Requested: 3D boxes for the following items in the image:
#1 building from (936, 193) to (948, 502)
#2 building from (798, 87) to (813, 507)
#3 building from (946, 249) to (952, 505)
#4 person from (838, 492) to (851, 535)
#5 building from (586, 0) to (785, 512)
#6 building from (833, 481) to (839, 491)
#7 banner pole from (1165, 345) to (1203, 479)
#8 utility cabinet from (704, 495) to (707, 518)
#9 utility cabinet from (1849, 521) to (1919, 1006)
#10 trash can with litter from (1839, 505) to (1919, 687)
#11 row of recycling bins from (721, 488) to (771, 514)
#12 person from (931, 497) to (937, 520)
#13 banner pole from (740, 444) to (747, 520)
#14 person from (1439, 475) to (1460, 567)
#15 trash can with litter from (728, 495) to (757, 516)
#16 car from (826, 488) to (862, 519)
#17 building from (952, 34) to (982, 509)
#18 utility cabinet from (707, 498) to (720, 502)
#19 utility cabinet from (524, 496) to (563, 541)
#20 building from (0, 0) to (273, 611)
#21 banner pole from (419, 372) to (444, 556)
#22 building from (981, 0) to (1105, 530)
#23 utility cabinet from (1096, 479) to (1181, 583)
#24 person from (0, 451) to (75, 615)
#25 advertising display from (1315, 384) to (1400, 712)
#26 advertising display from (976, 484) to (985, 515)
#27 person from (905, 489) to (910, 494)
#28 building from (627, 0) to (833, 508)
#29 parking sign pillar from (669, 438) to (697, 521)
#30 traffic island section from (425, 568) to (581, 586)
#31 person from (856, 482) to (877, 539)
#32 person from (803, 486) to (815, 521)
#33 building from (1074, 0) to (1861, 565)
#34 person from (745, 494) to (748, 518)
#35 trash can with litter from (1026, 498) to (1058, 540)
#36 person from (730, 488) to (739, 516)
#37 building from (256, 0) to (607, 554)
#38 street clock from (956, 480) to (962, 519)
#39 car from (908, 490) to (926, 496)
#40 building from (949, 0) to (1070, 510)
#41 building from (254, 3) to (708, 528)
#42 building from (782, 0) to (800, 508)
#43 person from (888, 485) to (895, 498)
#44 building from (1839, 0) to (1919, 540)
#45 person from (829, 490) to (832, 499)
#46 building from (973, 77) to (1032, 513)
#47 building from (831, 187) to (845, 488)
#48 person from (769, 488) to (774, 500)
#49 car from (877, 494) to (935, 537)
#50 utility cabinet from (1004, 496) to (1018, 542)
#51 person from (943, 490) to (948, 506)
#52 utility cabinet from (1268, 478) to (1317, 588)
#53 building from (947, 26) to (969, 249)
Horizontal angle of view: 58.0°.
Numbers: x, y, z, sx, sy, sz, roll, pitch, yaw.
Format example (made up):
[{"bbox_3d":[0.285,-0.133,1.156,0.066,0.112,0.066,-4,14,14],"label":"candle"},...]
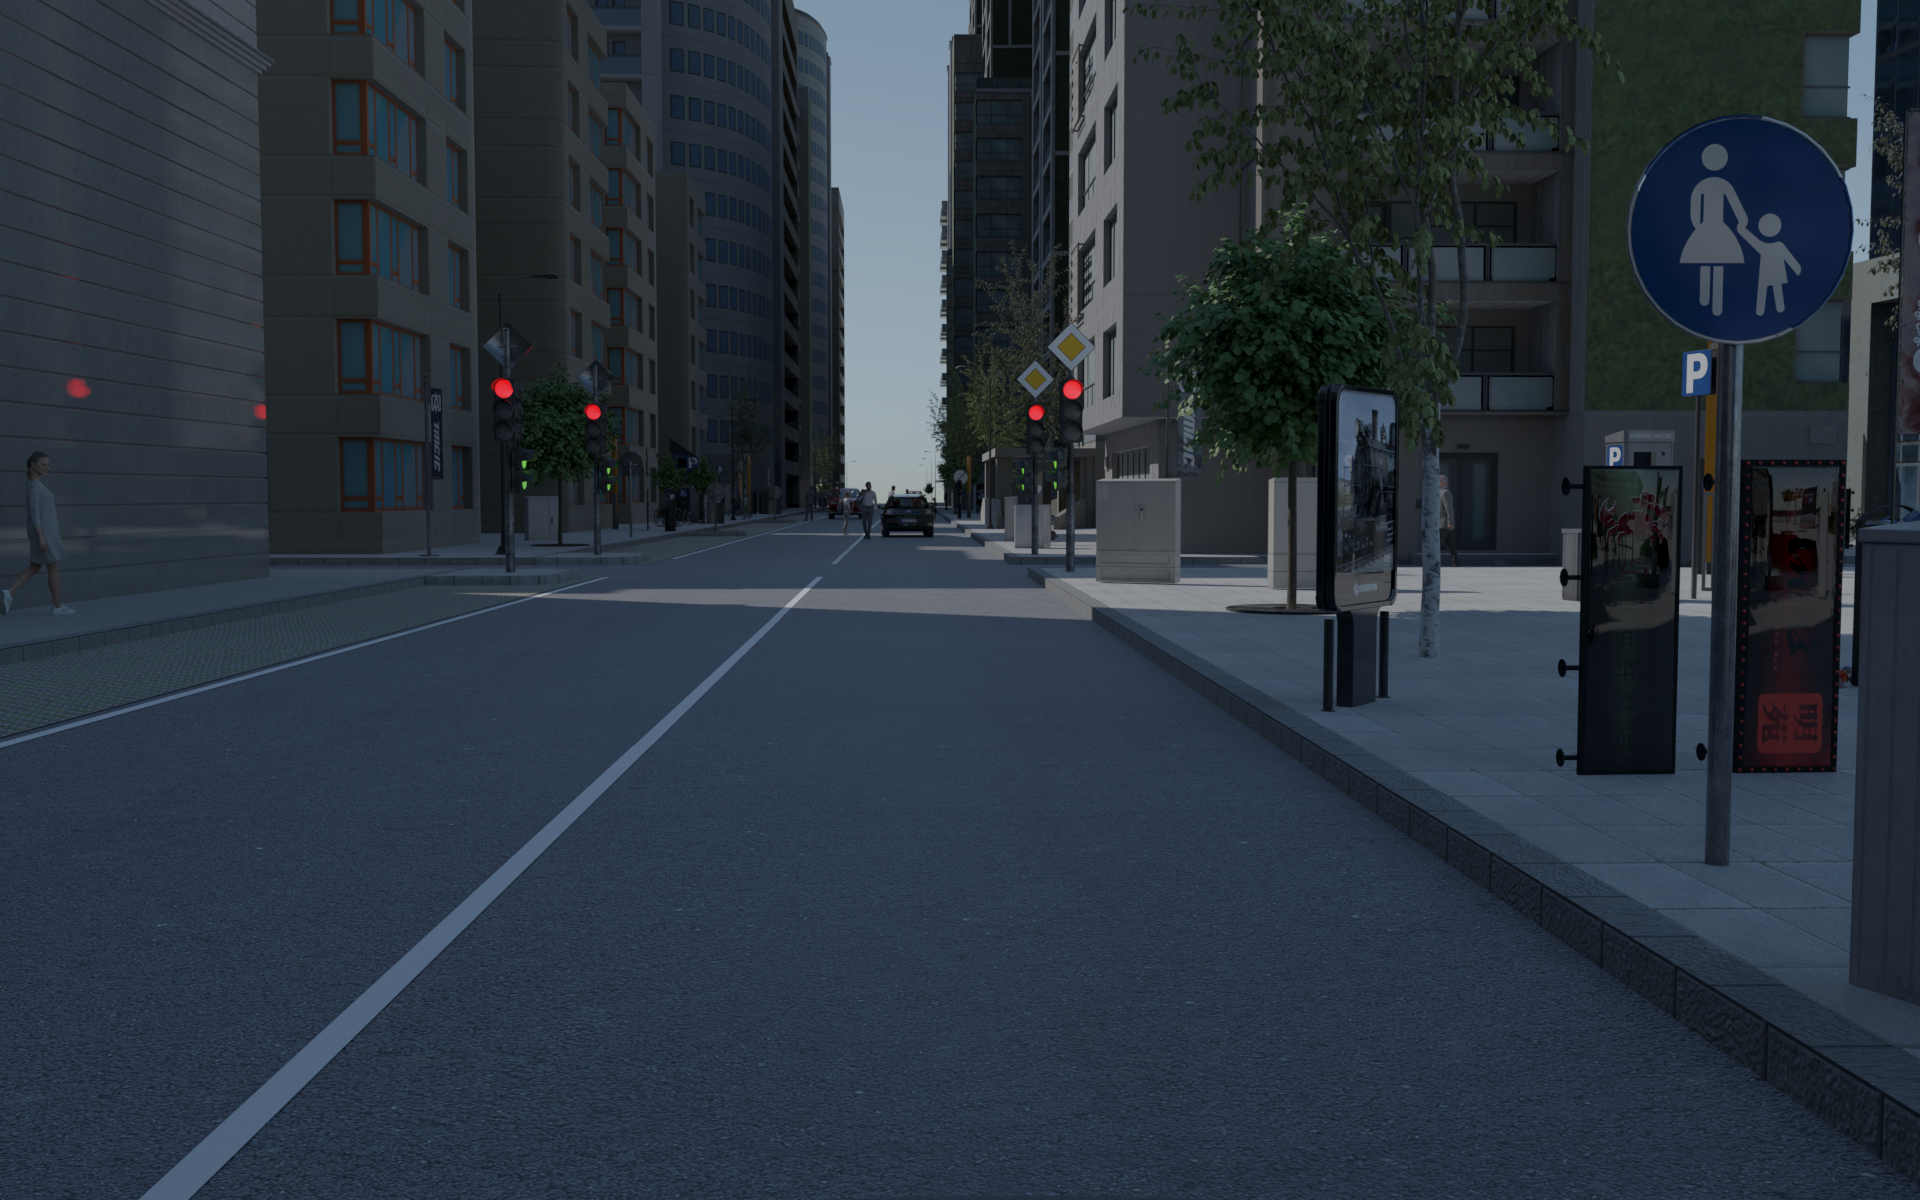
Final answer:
[{"bbox_3d":[8.240,-38.912,255.819,23.786,49.044,30.456,0,4,-2],"label":"building"},{"bbox_3d":[-21.851,-29.684,168.922,14.154,41.232,14.086,0,4,-2],"label":"building"},{"bbox_3d":[5.342,-26.518,205.266,14.160,30.474,14.107,0,4,-2],"label":"building"},{"bbox_3d":[-3.990,-3.023,60.519,0.503,1.515,0.523,2,4,35],"label":"person"},{"bbox_3d":[-24.186,-35.601,124.069,21.231,58.520,28.212,0,4,-2],"label":"building"},{"bbox_3d":[-32.900,-33.278,235.968,32.217,40.220,23.993,0,4,-2],"label":"building"},{"bbox_3d":[3.714,-2.394,29.167,0.863,3.779,0.401,-1,4,-18],"label":"banner pole"},{"bbox_3d":[-13.165,-4.909,91.420,0.306,1.237,1.020,3,5,44],"label":"utility cabinet"},{"bbox_3d":[2.629,0.433,4.086,0.306,1.237,1.020,-1,4,-21],"label":"utility cabinet"},{"bbox_3d":[6.633,-0.032,11.583,2.233,1.210,1.678,-1,4,-13],"label":"trash can with litter"},{"bbox_3d":[-13.728,-6.314,110.342,3.534,1.692,1.069,0,4,6],"label":"row of recycling bins"},{"bbox_3d":[-1.430,-4.976,94.535,0.373,1.253,0.362,0,4,6],"label":"person"},{"bbox_3d":[-10.886,-5.966,87.565,0.401,3.779,0.863,0,4,5],"label":"banner pole"},{"bbox_3d":[8.800,-1.400,31.784,0.834,1.777,0.661,0,4,0],"label":"person"},{"bbox_3d":[-12.760,-5.551,101.809,2.233,1.210,1.678,-3,5,-39],"label":"trash can with litter"},{"bbox_3d":[-6.609,-5.636,100.814,2.281,1.827,5.304,0,4,-3],"label":"car"},{"bbox_3d":[6.279,-29.032,158.262,14.154,41.232,14.086,0,4,-2],"label":"building"},{"bbox_3d":[-11.330,-4.345,79.715,0.318,1.500,1.173,-2,4,-25],"label":"utility cabinet"},{"bbox_3d":[-11.551,-2.254,48.022,1.020,1.237,0.306,-3,4,-38],"label":"utility cabinet"},{"bbox_3d":[-25.257,-14.840,20.133,29.804,29.767,11.434,0,4,-2],"label":"building"},{"bbox_3d":[-10.915,-2.806,35.891,0.401,3.779,0.863,1,4,14],"label":"banner pole"},{"bbox_3d":[17.244,-23.113,69.786,32.217,40.220,23.993,0,4,-2],"label":"building"},{"bbox_3d":[2.553,-0.988,24.838,1.173,1.500,0.318,1,4,23],"label":"utility cabinet"},{"bbox_3d":[-9.707,-0.699,18.215,0.466,1.731,0.760,2,4,29],"label":"person"},{"bbox_3d":[2.420,-0.325,10.520,0.123,1.923,0.974,3,4,36],"label":"advertising display"},{"bbox_3d":[1.446,-6.278,107.866,0.974,1.923,0.123,-2,4,-32],"label":"advertising display"},{"bbox_3d":[-3.848,-7.142,125.374,0.705,1.812,1.348,3,5,45],"label":"person"},{"bbox_3d":[-26.572,-40.777,208.701,21.231,58.520,28.212,0,4,-2],"label":"building"},{"bbox_3d":[-13.265,-5.782,83.000,1.447,3.967,1.447,-1,4,-9],"label":"parking sign pillar"},{"bbox_3d":[-7.390,-0.374,28.401,2.009,0.180,2.903,0,4,-2],"label":"traffic island section"},{"bbox_3d":[-2.988,-2.865,55.437,0.679,1.850,0.850,0,4,1],"label":"person"},{"bbox_3d":[-7.965,-5.068,91.164,0.655,1.846,0.447,-2,4,-30],"label":"person"},{"bbox_3d":[10.117,-21.749,39.183,14.086,41.232,14.154,0,4,-2],"label":"building"},{"bbox_3d":[-11.688,-5.136,94.264,0.306,1.304,0.590,0,4,4],"label":"person"},{"bbox_3d":[2.324,-2.288,48.790,0.624,1.170,1.055,-3,5,-45],"label":"trash can with litter"},{"bbox_3d":[-13.103,-5.699,99.813,0.643,1.750,0.593,-3,5,-44],"label":"person"},{"bbox_3d":[-26.566,-12.553,50.276,27.650,21.520,28.899,0,4,-2],"label":"building"},{"bbox_3d":[-0.030,-5.224,89.987,0.358,2.002,0.471,0,4,5],"label":"street clock"},{"bbox_3d":[-4.636,-10.249,176.249,2.281,1.827,5.304,0,3,0],"label":"car"},{"bbox_3d":[9.287,-45.047,174.762,20.563,71.187,20.611,0,4,-2],"label":"building"},{"bbox_3d":[-28.283,-14.803,87.071,27.650,21.520,28.899,0,4,-2],"label":"building"},{"bbox_3d":[-25.344,-32.205,150.251,21.300,48.544,21.600,0,4,-2],"label":"building"},{"bbox_3d":[-3.289,-4.504,81.982,0.795,1.843,0.661,-1,4,-20],"label":"person"},{"bbox_3d":[40.462,-44.778,44.793,31.000,86.520,22.319,0,4,-2],"label":"building"},{"bbox_3d":[-14.826,-11.701,198.149,1.217,1.735,0.721,-2,4,-30],"label":"person"},{"bbox_3d":[7.896,-21.546,123.981,14.160,30.474,14.107,0,4,-2],"label":"building"},{"bbox_3d":[-28.269,-38.833,258.618,21.300,48.544,21.600,0,4,-2],"label":"building"},{"bbox_3d":[-12.434,-6.625,115.191,0.721,1.723,1.217,1,4,19],"label":"person"},{"bbox_3d":[-1.815,-3.006,58.927,2.009,1.686,4.222,0,4,-4],"label":"car"},{"bbox_3d":[1.387,-2.208,47.270,0.306,1.237,1.020,0,4,6],"label":"utility cabinet"},{"bbox_3d":[-1.520,-10.687,181.320,0.434,1.755,0.990,1,4,16],"label":"person"},{"bbox_3d":[4.773,-0.900,23.396,1.173,1.500,0.318,0,4,-5],"label":"utility cabinet"},{"bbox_3d":[8.890,-41.819,225.737,21.231,58.520,28.212,0,4,-2],"label":"building"}]
